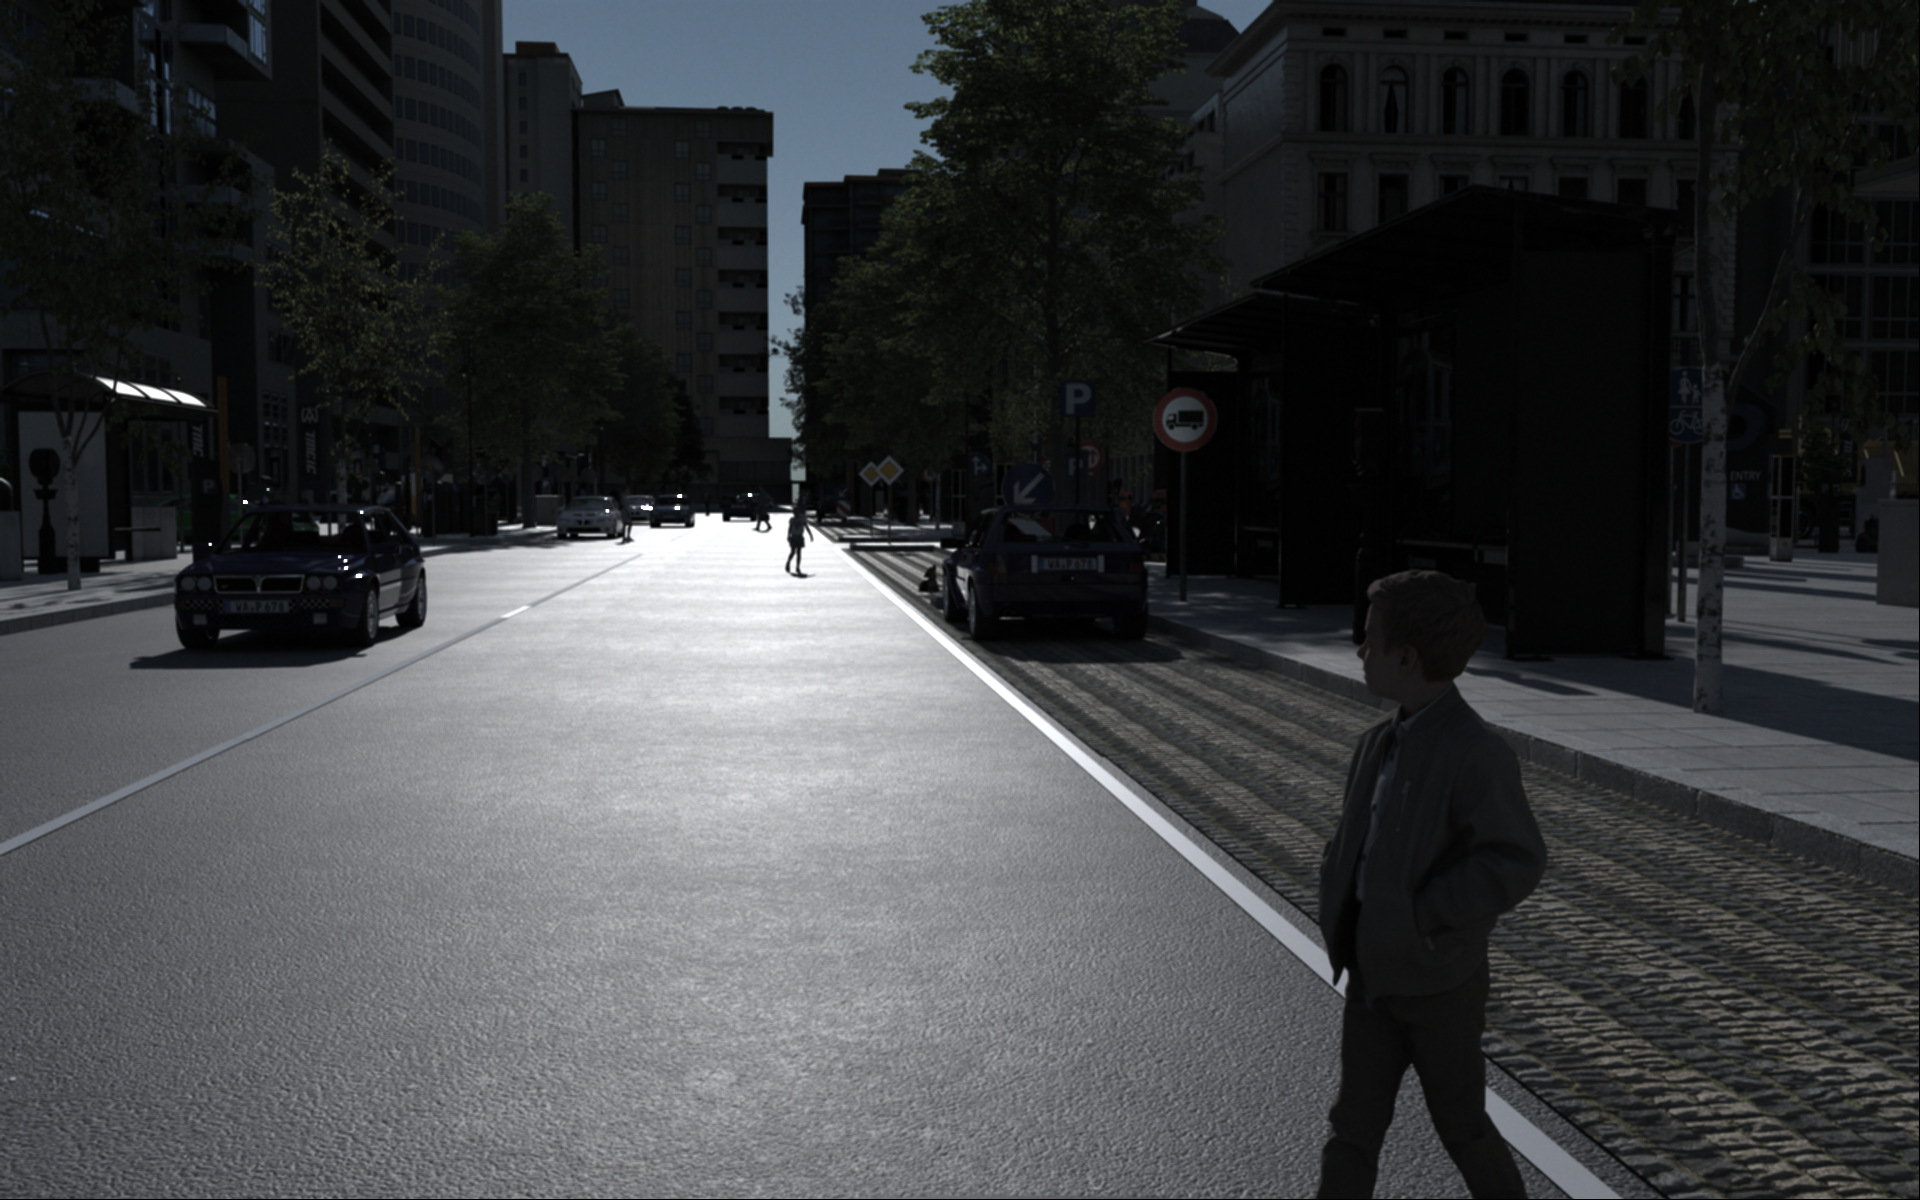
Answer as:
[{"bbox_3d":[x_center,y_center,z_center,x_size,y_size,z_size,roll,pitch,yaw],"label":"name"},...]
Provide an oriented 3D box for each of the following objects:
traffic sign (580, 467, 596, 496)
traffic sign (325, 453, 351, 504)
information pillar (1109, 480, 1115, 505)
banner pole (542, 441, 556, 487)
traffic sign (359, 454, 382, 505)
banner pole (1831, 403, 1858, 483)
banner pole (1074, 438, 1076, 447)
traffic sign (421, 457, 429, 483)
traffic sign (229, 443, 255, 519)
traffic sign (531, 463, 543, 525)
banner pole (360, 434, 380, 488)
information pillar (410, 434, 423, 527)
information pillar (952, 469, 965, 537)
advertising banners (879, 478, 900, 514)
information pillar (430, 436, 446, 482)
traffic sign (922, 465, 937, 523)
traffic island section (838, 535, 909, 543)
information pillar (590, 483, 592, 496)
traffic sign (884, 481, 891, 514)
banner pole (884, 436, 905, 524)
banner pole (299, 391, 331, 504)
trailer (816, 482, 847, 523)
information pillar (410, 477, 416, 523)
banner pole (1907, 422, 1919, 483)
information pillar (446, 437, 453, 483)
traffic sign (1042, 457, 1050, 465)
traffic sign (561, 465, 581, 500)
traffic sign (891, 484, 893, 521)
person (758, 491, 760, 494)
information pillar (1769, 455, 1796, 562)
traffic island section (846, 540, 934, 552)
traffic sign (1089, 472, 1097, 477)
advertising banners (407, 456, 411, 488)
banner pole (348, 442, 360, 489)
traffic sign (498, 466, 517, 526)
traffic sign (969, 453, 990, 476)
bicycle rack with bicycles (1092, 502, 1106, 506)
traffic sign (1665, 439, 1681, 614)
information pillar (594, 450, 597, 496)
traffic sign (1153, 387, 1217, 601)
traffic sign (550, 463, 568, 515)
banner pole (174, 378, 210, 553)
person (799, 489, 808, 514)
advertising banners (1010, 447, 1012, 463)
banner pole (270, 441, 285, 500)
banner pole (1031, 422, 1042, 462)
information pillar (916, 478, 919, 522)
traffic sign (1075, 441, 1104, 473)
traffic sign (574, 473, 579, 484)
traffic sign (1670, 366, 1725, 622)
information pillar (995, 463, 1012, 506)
[{"bbox_3d":[-17.739,-5.050,82.673,0.768,2.556,0.104,0,4,-4],"label":"traffic sign"},{"bbox_3d":[-18.660,-3.173,51.988,0.768,2.556,0.104,0,4,0],"label":"traffic sign"},{"bbox_3d":[7.892,-5.243,90.217,0.304,2.012,0.304,3,4,36],"label":"information pillar"},{"bbox_3d":[-18.976,-5.495,79.863,0.863,3.779,0.401,-3,5,-43],"label":"banner pole"},{"bbox_3d":[-18.949,-3.408,55.722,0.884,2.594,0.081,0,3,0],"label":"traffic sign"},{"bbox_3d":[24.279,-3.529,47.717,0.863,3.779,0.401,3,4,36],"label":"banner pole"},{"bbox_3d":[5.311,-5.334,77.221,0.863,3.779,0.401,-3,4,-37],"label":"banner pole"},{"bbox_3d":[-18.091,-3.595,58.892,0.768,2.556,0.104,0,4,-1],"label":"traffic sign"},{"bbox_3d":[-18.052,-2.650,43.436,0.768,2.556,0.104,0,4,-1],"label":"traffic sign"},{"bbox_3d":[-17.734,-4.401,72.063,0.768,2.556,0.104,0,4,-6],"label":"traffic sign"},{"bbox_3d":[-24.639,-5.067,72.865,0.401,3.779,0.863,1,4,21],"label":"banner pole"},{"bbox_3d":[-21.183,-4.663,67.589,0.504,3.616,0.183,1,4,15],"label":"information pillar"},{"bbox_3d":[-0.031,-2.892,51.780,0.304,2.012,0.304,2,4,33],"label":"information pillar"},{"bbox_3d":[-4.379,-6.948,109.789,2.074,3.025,0.090,-3,5,-40],"label":"advertising banners"},{"bbox_3d":[-21.287,-4.834,70.397,0.504,3.616,0.183,0,4,4],"label":"information pillar"},{"bbox_3d":[-1.306,-4.668,76.425,0.768,2.556,0.104,0,4,-1],"label":"traffic sign"},{"bbox_3d":[-2.649,-1.834,52.264,2.009,0.180,2.903,0,4,-6],"label":"traffic island section"},{"bbox_3d":[-20.186,-5.481,94.107,0.304,2.012,0.304,1,4,12],"label":"information pillar"},{"bbox_3d":[-4.342,-6.576,107.628,0.768,2.556,0.104,0,4,3],"label":"traffic sign"},{"bbox_3d":[-2.852,-5.188,74.843,0.863,3.779,0.401,-1,4,-9],"label":"banner pole"},{"bbox_3d":[-15.550,-3.177,41.960,0.863,3.779,0.401,-1,4,-21],"label":"banner pole"},{"bbox_3d":[-6.457,-4.851,86.360,1.471,1.999,3.904,0,4,-8],"label":"trailer"},{"bbox_3d":[-23.646,-4.323,75.177,0.304,2.012,0.304,3,5,41],"label":"information pillar"},{"bbox_3d":[32.785,-4.276,59.935,0.863,3.779,0.401,2,4,25],"label":"banner pole"},{"bbox_3d":[-21.111,-4.893,71.363,0.183,3.616,0.504,3,5,40],"label":"information pillar"},{"bbox_3d":[3.092,-3.604,59.029,0.768,2.556,0.104,0,4,3],"label":"traffic sign"},{"bbox_3d":[-17.258,-4.704,76.908,0.884,2.594,0.081,0,4,0],"label":"traffic sign"},{"bbox_3d":[-3.198,-4.996,81.783,0.768,2.556,0.104,0,4,1],"label":"traffic sign"},{"bbox_3d":[-18.611,-9.274,160.794,0.551,1.740,0.621,3,5,42],"label":"person"},{"bbox_3d":[15.604,-1.735,32.864,0.304,2.012,0.304,0,4,-2],"label":"information pillar"},{"bbox_3d":[-1.785,-1.348,44.326,2.009,0.180,2.903,0,4,-6],"label":"traffic island section"},{"bbox_3d":[3.847,-3.325,54.373,0.884,2.594,0.081,0,4,-5],"label":"traffic sign"},{"bbox_3d":[-25.636,-5.061,78.940,2.074,3.025,0.090,1,4,13],"label":"advertising banners"},{"bbox_3d":[-29.135,-5.711,83.395,0.401,3.779,0.863,3,5,40],"label":"banner pole"},{"bbox_3d":[-18.354,-4.223,70.235,0.795,2.450,0.064,0,4,-5],"label":"traffic sign"},{"bbox_3d":[0.564,-3.315,54.309,0.768,2.556,0.104,0,4,3],"label":"traffic sign"},{"bbox_3d":[5.870,-4.121,80.763,2.925,0.926,2.852,1,4,9],"label":"bicycle rack with bicycles"},{"bbox_3d":[7.605,-1.128,18.548,0.768,2.556,0.104,0,4,-5],"label":"traffic sign"},{"bbox_3d":[-19.451,-6.181,92.417,0.183,3.616,0.504,0,4,-6],"label":"information pillar"},{"bbox_3d":[2.678,-1.260,20.699,0.768,2.556,0.104,0,4,2],"label":"traffic sign"},{"bbox_3d":[-16.414,-4.332,70.935,0.768,2.556,0.104,0,4,3],"label":"traffic sign"},{"bbox_3d":[-16.698,-2.911,37.609,0.863,3.779,0.401,-3,5,-39],"label":"banner pole"},{"bbox_3d":[-11.352,-7.158,125.553,0.660,1.820,0.620,-1,4,-13],"label":"person"},{"bbox_3d":[2.005,-4.168,64.342,0.090,3.025,2.074,0,4,-5],"label":"advertising banners"},{"bbox_3d":[-31.949,-5.581,81.261,0.863,3.779,0.401,0,4,-2],"label":"banner pole"},{"bbox_3d":[2.680,-4.287,60.101,0.401,3.779,0.863,2,4,31],"label":"banner pole"},{"bbox_3d":[-2.081,-4.596,79.631,0.304,2.012,0.304,3,5,43],"label":"information pillar"},{"bbox_3d":[3.063,-2.534,41.538,0.768,2.556,0.104,0,4,-3],"label":"traffic sign"},{"bbox_3d":[-19.894,-5.550,90.749,0.884,2.594,0.081,0,4,3],"label":"traffic sign"},{"bbox_3d":[7.252,-1.054,17.334,0.768,2.556,0.104,0,4,-1],"label":"traffic sign"},{"bbox_3d":[1.040,-2.245,41.197,0.304,2.012,0.304,2,4,33],"label":"information pillar"}]
